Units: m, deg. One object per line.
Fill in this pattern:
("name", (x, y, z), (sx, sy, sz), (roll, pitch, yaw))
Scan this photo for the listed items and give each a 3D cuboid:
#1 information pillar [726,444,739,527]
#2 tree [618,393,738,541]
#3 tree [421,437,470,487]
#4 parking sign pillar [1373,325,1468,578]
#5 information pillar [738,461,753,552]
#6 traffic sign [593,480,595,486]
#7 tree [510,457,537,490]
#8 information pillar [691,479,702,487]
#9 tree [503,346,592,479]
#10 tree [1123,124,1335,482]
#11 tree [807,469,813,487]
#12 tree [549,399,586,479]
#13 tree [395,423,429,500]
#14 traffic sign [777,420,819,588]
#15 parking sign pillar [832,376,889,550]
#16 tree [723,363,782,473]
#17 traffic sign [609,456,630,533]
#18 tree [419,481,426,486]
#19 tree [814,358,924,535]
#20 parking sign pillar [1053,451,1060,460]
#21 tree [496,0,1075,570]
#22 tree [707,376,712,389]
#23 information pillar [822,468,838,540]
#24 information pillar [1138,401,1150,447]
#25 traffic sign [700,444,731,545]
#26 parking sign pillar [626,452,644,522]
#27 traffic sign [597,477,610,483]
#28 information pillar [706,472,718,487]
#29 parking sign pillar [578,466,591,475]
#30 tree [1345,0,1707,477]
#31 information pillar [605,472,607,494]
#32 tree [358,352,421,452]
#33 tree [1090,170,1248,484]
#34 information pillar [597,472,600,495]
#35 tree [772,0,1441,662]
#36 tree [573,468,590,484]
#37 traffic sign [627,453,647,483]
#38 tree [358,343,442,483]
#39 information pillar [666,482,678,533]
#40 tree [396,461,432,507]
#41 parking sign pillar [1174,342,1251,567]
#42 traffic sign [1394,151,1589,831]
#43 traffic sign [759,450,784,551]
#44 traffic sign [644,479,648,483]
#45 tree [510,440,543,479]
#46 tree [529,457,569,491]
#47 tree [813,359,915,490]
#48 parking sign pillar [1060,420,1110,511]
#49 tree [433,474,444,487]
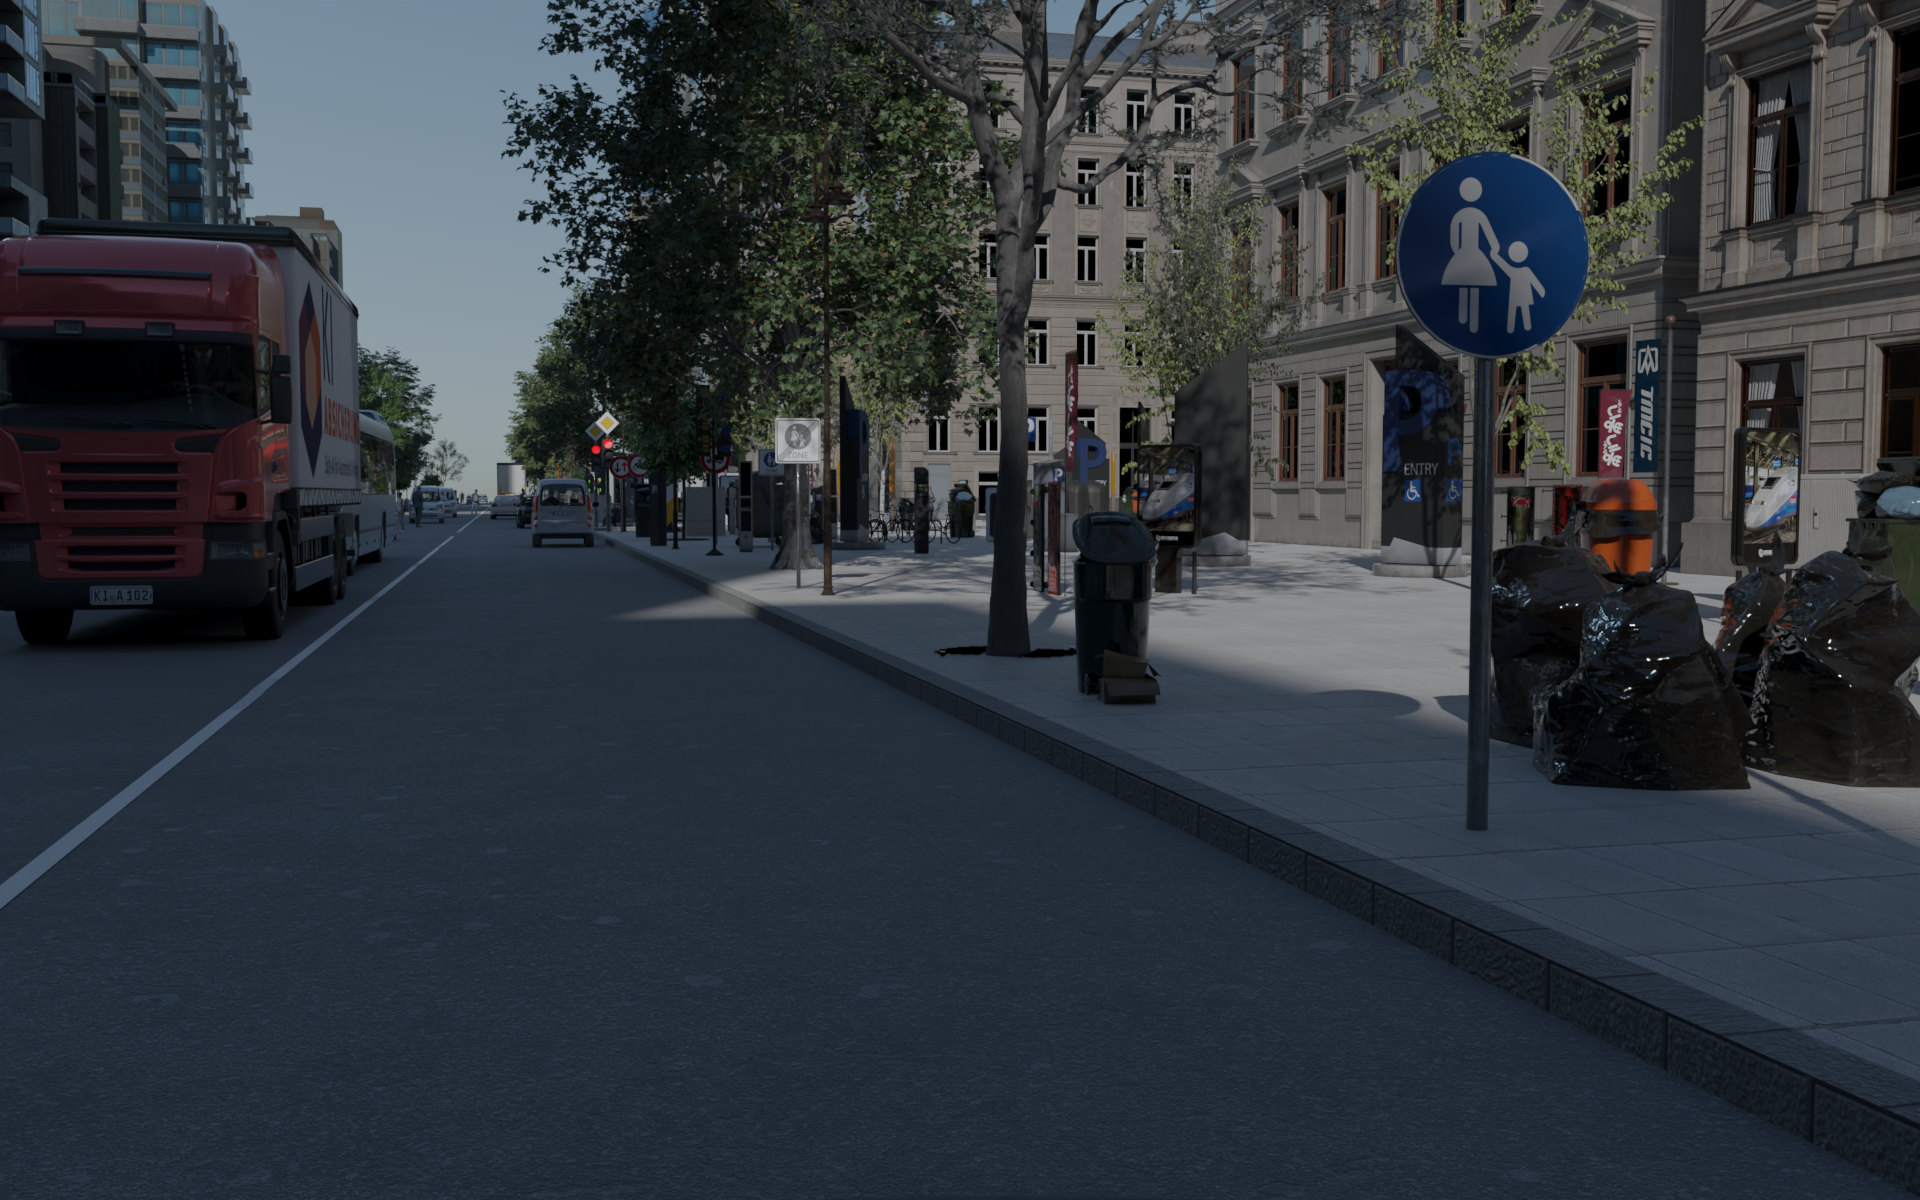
("information pillar", (-8.921, -4.684, 67.932), (0.504, 3.616, 0.183), (-2, 4, -33))
("tree", (-7.773, -3.940, 48.126), (4.285, 4.588, 4.351), (0, 3, 0))
("tree", (-84.668, -21.334, 283.217), (8.767, 10.594, 7.601), (-2, 4, -30))
("parking sign pillar", (7.218, -2.359, 27.042), (1.447, 3.967, 1.447), (-2, 4, -33))
("information pillar", (-4.742, -2.072, 38.363), (0.304, 2.012, 0.304), (0, 4, -6))
("traffic sign", (-29.827, -8.552, 139.936), (0.768, 2.556, 0.104), (-1, 4, -8))
("tree", (-69.525, -21.867, 283.286), (9.928, 11.665, 9.643), (0, 3, 0))
("information pillar", (-19.479, -8.339, 127.702), (0.504, 3.616, 0.183), (3, 5, 43))
("tree", (-31.020, -13.125, 132.728), (7.486, 12.596, 7.792), (0, 3, 0))
("tree", (5.062, -5.157, 34.683), (4.360, 8.622, 3.978), (0, 3, 0))
("tree", (-6.517, -8.233, 84.971), (4.360, 8.622, 3.978), (0, 3, 0))
("tree", (-24.991, -9.833, 111.132), (4.360, 8.622, 3.978), (0, 3, 0))
("tree", (-58.437, -14.083, 180.613), (4.737, 8.622, 4.395), (0, 3, 0))
("traffic sign", (-2.193, -1.304, 23.456), (0.606, 2.300, 0.079), (-1, 4, -10))
("parking sign pillar", (-2.443, -3.162, 40.168), (1.447, 3.967, 1.447), (1, 4, 9))
("tree", (-8.494, -7.886, 79.292), (4.737, 8.622, 4.395), (0, 3, 0))
("traffic sign", (-11.265, -3.516, 57.593), (0.768, 2.556, 0.104), (-1, 4, -14))
("tree", (-71.866, -14.469, 231.174), (1.663, 3.219, 1.824), (0, 3, 0))
("tree", (-2.450, -6.379, 54.653), (4.737, 8.622, 4.395), (0, 3, 0))
("parking sign pillar", (4.986, -5.646, 80.783), (1.447, 3.967, 1.447), (0, 4, -3))
("tree", (-2.876, -6.878, 29.457), (9.611, 12.733, 9.660), (0, 3, 0))
("tree", (-13.681, -9.143, 99.847), (4.737, 8.622, 4.395), (0, 3, 0))
("information pillar", (-3.658, -2.711, 48.811), (0.304, 2.012, 0.304), (3, 5, 42))
("information pillar", (4.654, -3.220, 44.002), (0.183, 3.616, 0.504), (2, 4, 35))
("traffic sign", (-6.179, -2.672, 43.789), (0.768, 2.556, 0.104), (-1, 4, -9))
("parking sign pillar", (-14.682, -5.555, 79.302), (1.447, 3.967, 1.447), (-1, 4, -12))
("traffic sign", (-21.245, -6.303, 103.165), (0.768, 2.556, 0.104), (-1, 4, -14))
("information pillar", (-8.306, -3.280, 58.112), (0.304, 2.012, 0.304), (-3, 4, -38))
("parking sign pillar", (-27.205, -8.386, 125.579), (1.447, 3.967, 1.447), (1, 4, 14))
("tree", (7.089, -4.425, 22.712), (4.737, 8.622, 4.395), (0, 3, 0))
("information pillar", (-15.423, -5.158, 75.689), (0.183, 3.616, 0.504), (-1, 4, -19))
("tree", (-44.184, -12.395, 128.419), (9.928, 11.665, 9.643), (0, 3, 0))
("tree", (5.284, -5.470, 39.797), (4.737, 8.622, 4.395), (0, 3, 0))
("information pillar", (-24.722, -7.766, 118.321), (0.504, 3.616, 0.183), (0, 4, 6))
("tree", (0.466, -6.296, 13.302), (12.009, 13.543, 11.850), (0, 3, 0))
("tree", (-25.373, -7.454, 116.480), (1.663, 3.219, 1.824), (0, 3, 0))
("traffic sign", (-9.965, -3.293, 53.952), (0.768, 2.556, 0.104), (0, 4, -6))
("tree", (-49.308, -14.712, 147.199), (9.857, 13.997, 8.962), (0, 3, 0))
("information pillar", (-9.592, -4.045, 57.486), (0.504, 3.616, 0.183), (2, 4, 25))
("tree", (-55.261, -11.404, 170.169), (4.285, 4.588, 4.351), (0, 3, 0))
("parking sign pillar", (4.513, -2.605, 31.066), (1.447, 3.967, 1.447), (1, 4, 16))
("traffic sign", (1.981, -0.395, 6.559), (0.768, 2.556, 0.104), (-1, 4, -9))
("traffic sign", (-4.264, -2.271, 39.267), (0.606, 2.300, 0.079), (0, 4, -5))
("traffic sign", (-19.753, -6.661, 109.008), (0.768, 2.556, 0.104), (0, 4, -7))
("tree", (-49.660, -16.614, 206.049), (8.767, 10.594, 7.601), (0, 4, 0))
("tree", (-58.679, -17.947, 243.789), (4.737, 8.622, 4.395), (0, 3, 0))
("tree", (-3.459, -7.426, 71.780), (4.360, 8.622, 3.978), (0, 3, 0))
("parking sign pillar", (4.594, -4.423, 60.796), (1.447, 3.967, 1.447), (-2, 4, -27))
("tree", (-74.962, -16.020, 245.635), (4.285, 4.588, 4.351), (0, 3, 0))
